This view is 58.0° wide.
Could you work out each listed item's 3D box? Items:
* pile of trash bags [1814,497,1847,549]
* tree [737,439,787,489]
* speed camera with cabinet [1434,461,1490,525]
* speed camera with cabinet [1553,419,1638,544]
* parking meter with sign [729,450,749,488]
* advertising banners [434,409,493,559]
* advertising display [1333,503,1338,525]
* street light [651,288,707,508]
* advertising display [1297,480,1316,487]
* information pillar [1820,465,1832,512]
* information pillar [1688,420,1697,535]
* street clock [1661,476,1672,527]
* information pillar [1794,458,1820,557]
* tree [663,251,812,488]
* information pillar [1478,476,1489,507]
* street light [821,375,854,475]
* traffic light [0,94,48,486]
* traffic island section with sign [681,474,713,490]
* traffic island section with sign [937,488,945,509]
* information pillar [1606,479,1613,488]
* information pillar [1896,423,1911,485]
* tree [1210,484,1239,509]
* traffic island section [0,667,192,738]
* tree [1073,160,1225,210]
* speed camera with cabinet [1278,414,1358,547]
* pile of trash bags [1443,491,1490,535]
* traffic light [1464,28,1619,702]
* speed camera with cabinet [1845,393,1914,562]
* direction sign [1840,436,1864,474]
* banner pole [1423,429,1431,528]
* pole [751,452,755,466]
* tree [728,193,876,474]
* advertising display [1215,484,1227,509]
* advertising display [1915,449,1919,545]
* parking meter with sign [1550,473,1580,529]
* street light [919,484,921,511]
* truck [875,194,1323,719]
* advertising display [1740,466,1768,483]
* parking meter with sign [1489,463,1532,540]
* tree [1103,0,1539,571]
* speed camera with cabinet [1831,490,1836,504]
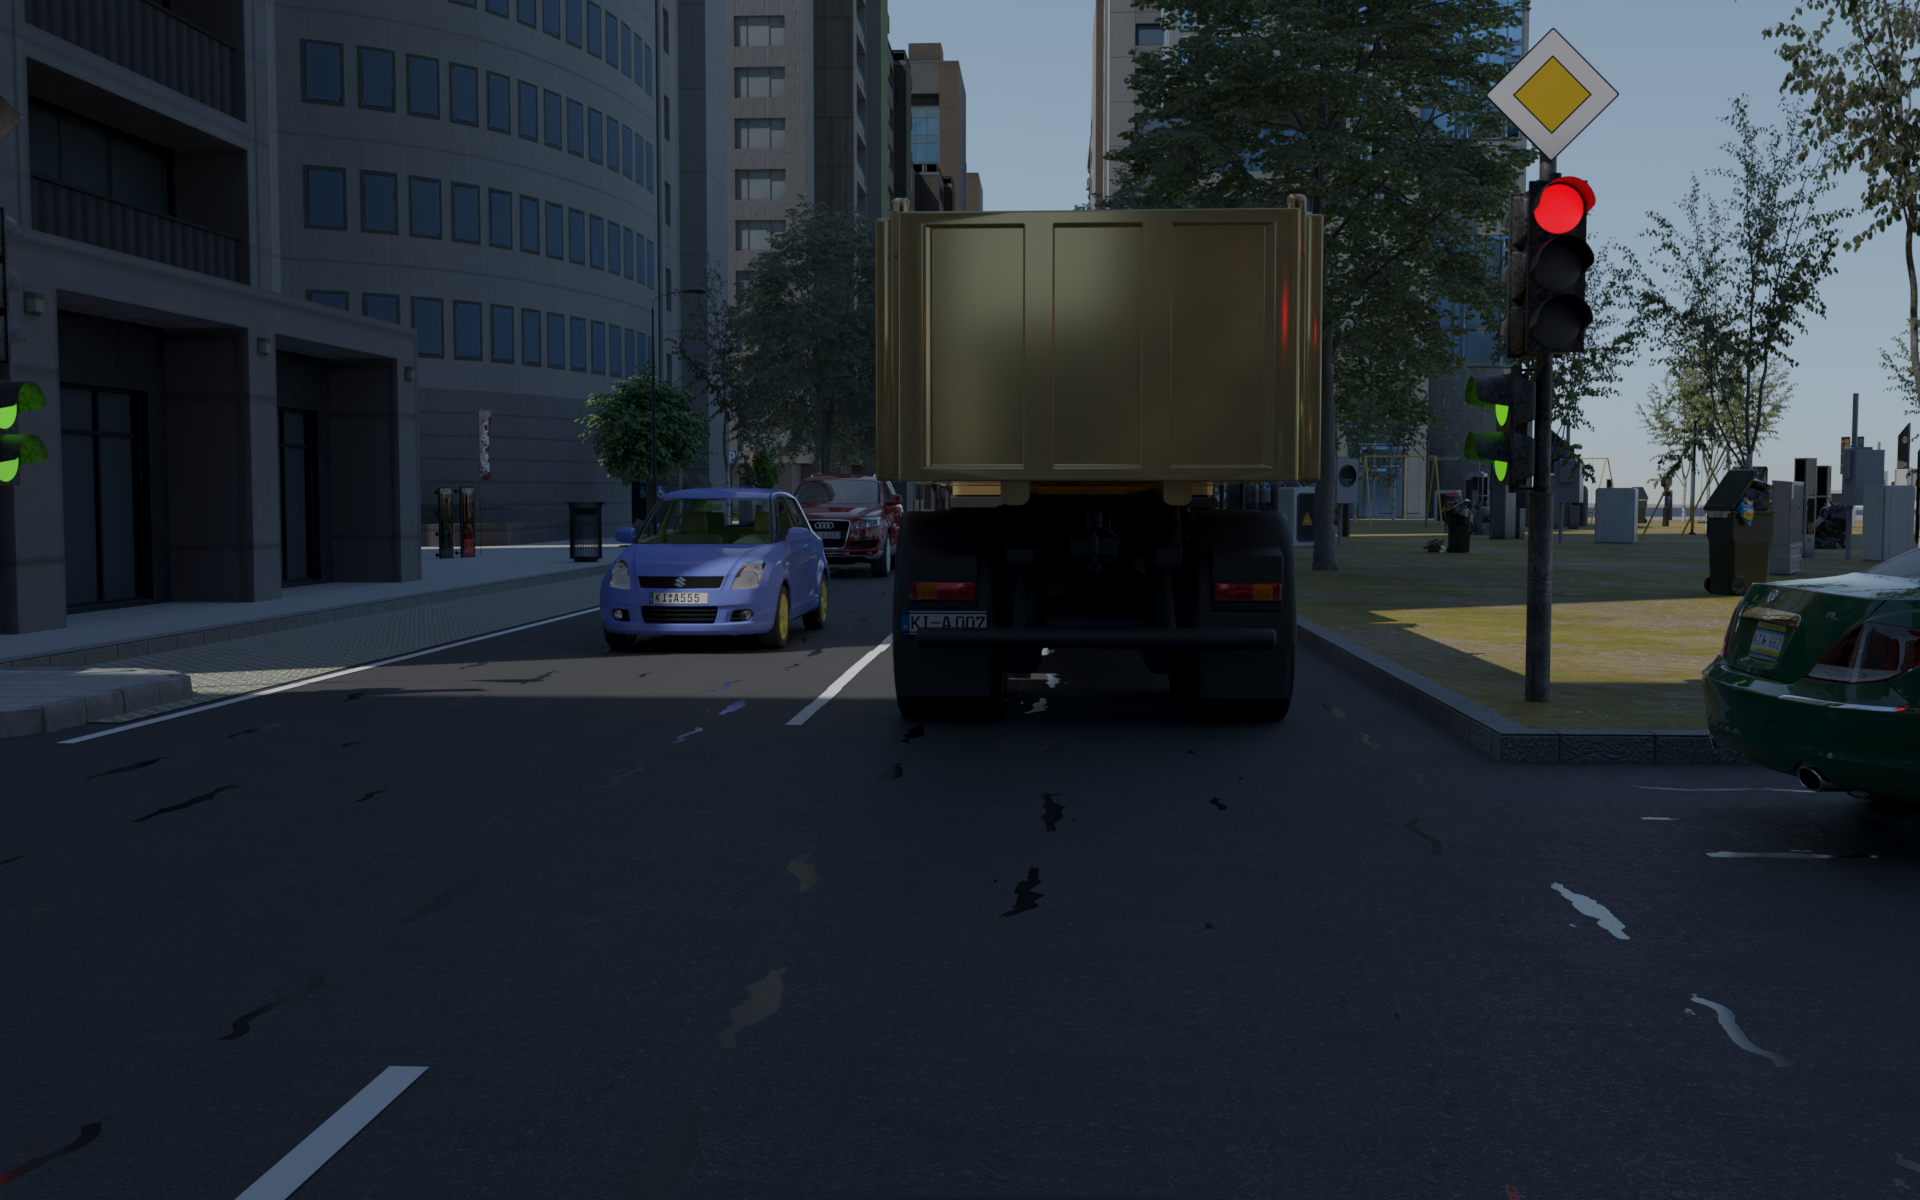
[{"bbox_3d":[19.840,-1.892,40.687,1.912,1.369,3.447,2,4,31],"label":"pile of trash bags"},{"bbox_3d":[-6.934,-3.998,59.961,1.663,3.219,1.824,0,3,0],"label":"tree"},{"bbox_3d":[20.917,-4.772,72.355,2.038,3.252,0.660,2,4,31],"label":"speed camera with cabinet"},{"bbox_3d":[16.686,-3.126,45.441,2.038,3.252,0.660,2,4,30],"label":"speed camera with cabinet"},{"bbox_3d":[-8.396,-4.419,68.517,1.738,3.016,0.543,2,4,31],"label":"parking meter with sign"},{"bbox_3d":[-9.998,-2.376,35.036,0.090,3.025,2.074,1,4,17],"label":"advertising banners"},{"bbox_3d":[15.405,-4.033,71.152,0.123,1.923,0.974,-1,4,-21],"label":"advertising display"},{"bbox_3d":[-6.407,-4.081,39.258,1.470,5.913,1.316,0,4,3],"label":"street light"},{"bbox_3d":[11.016,-3.002,54.294,0.974,1.923,0.123,0,4,-4],"label":"advertising display"},{"bbox_3d":[22.202,-2.451,44.562,0.304,2.012,0.304,3,5,40],"label":"information pillar"},{"bbox_3d":[23.261,-3.890,54.954,0.183,3.616,0.504,1,4,16],"label":"information pillar"},{"bbox_3d":[27.874,-3.902,68.361,0.471,2.002,0.358,-3,4,-38],"label":"street clock"},{"bbox_3d":[17.182,-1.881,35.241,0.304,2.012,0.304,-2,4,-25],"label":"information pillar"},{"bbox_3d":[-6.932,-6.300,53.363,4.360,8.622,3.978,0,3,0],"label":"tree"},{"bbox_3d":[21.507,-4.081,71.218,0.304,2.012,0.304,-1,4,-21],"label":"information pillar"},{"bbox_3d":[-4.828,-5.805,67.450,1.470,5.913,1.316,0,4,3],"label":"street light"},{"bbox_3d":[-6.386,-1.359,11.148,0.839,4.253,0.868,0,4,3],"label":"traffic light"},{"bbox_3d":[-5.196,-1.550,33.963,1.989,1.847,2.006,0,4,3],"label":"traffic island section with sign"},{"bbox_3d":[-1.124,-6.153,109.232,1.989,1.847,2.006,0,4,3],"label":"traffic island section with sign"},{"bbox_3d":[31.488,-4.865,84.027,0.304,2.012,0.304,1,4,20],"label":"information pillar"},{"bbox_3d":[31.089,-4.021,57.090,0.183,3.616,0.504,-1,4,-12],"label":"information pillar"},{"bbox_3d":[5.648,-3.341,38.339,4.285,4.588,4.351,0,3,0],"label":"tree"},{"bbox_3d":[-6.426,0.673,11.285,2.009,0.180,2.903,0,4,3],"label":"traffic island section"},{"bbox_3d":[7.363,-9.632,64.133,9.857,13.997,8.962,0,3,0],"label":"tree"},{"bbox_3d":[8.736,-2.927,42.190,2.038,3.252,0.660,-2,4,-28],"label":"speed camera with cabinet"},{"bbox_3d":[16.470,-2.815,55.774,1.912,1.369,3.447,-1,4,-9],"label":"pile of trash bags"},{"bbox_3d":[3.561,-1.328,10.627,0.839,4.253,0.868,0,4,3],"label":"traffic light"},{"bbox_3d":[17.656,-2.384,33.306,0.660,3.252,2.038,0,4,6],"label":"speed camera with cabinet"},{"bbox_3d":[35.063,-4.656,68.130,0.379,3.537,0.876,-3,4,-38],"label":"direction sign"},{"bbox_3d":[17.884,-4.661,66.220,0.401,3.779,0.863,0,4,7],"label":"banner pole"},{"bbox_3d":[-10.087,-5.536,84.351,0.158,3.312,0.155,0,3,0],"label":"pole"},{"bbox_3d":[-5.823,-10.302,75.091,9.857,13.997,8.962,0,3,0],"label":"tree"},{"bbox_3d":[10.871,-4.062,71.623,0.974,1.923,0.123,-2,4,-29],"label":"advertising display"},{"bbox_3d":[13.328,-1.105,23.273,0.123,1.923,0.974,-2,4,-26],"label":"advertising display"},{"bbox_3d":[21.832,-4.119,63.614,1.738,3.016,0.543,0,4,7],"label":"parking meter with sign"},{"bbox_3d":[-2.138,-8.756,115.697,1.470,5.913,1.316,0,4,3],"label":"street light"},{"bbox_3d":[1.059,-1.147,14.686,3.469,3.379,9.791,0,4,3],"label":"truck"},{"bbox_3d":[18.251,-2.118,39.849,0.974,1.923,0.123,-3,4,-36],"label":"advertising display"},{"bbox_3d":[15.480,-3.235,49.160,0.543,3.016,1.738,3,5,44],"label":"parking meter with sign"},{"bbox_3d":[5.903,-6.753,28.536,7.486,12.596,7.792,0,3,0],"label":"tree"},{"bbox_3d":[34.109,-4.375,65.863,2.038,3.252,0.660,2,4,33],"label":"speed camera with cabinet"}]
